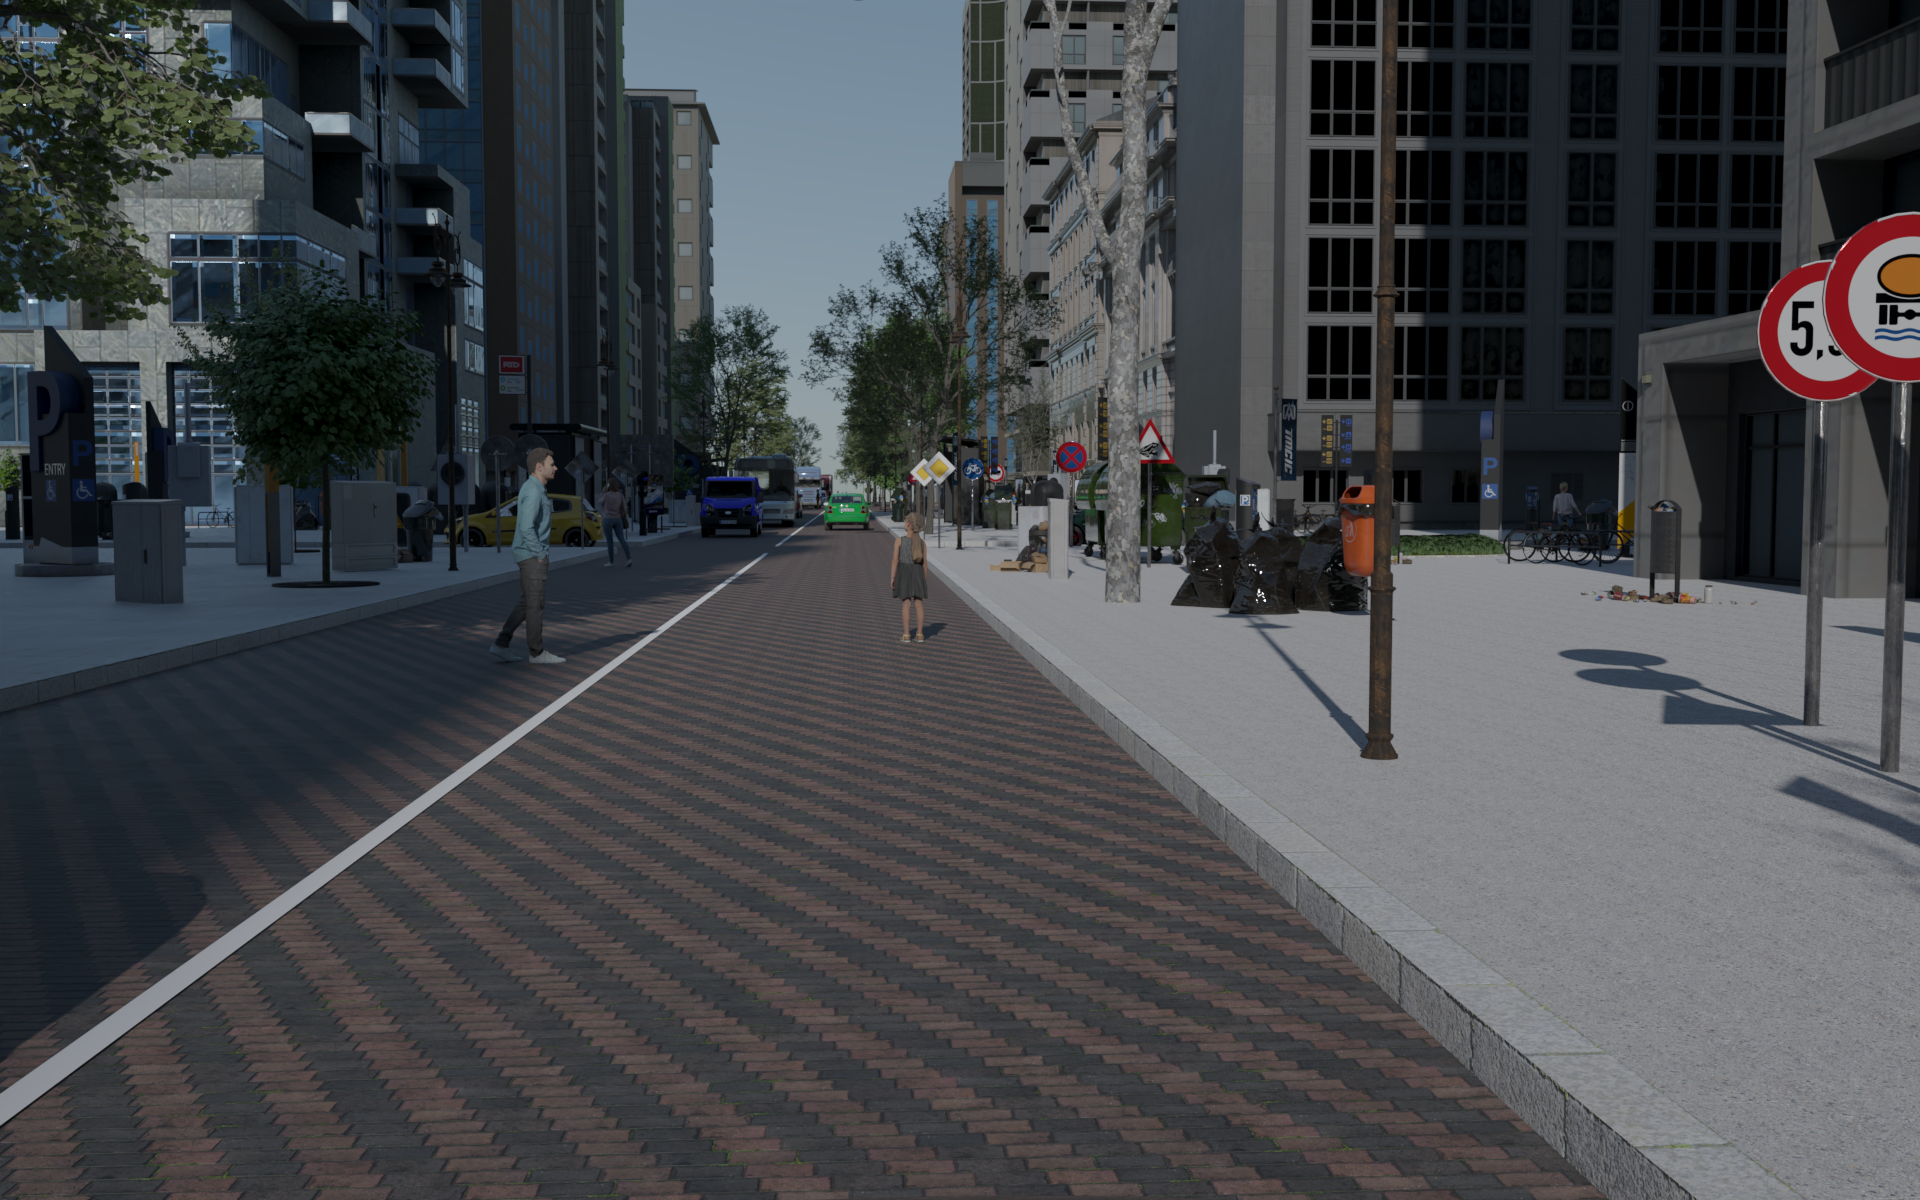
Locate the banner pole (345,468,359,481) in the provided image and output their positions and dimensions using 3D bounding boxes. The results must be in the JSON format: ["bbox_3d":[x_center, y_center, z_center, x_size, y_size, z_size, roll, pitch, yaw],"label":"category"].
[{"bbox_3d":[-23.238,-4.654,66.114,0.401,3.779,0.863,2,4,28],"label":"banner pole"}]

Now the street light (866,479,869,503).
[{"bbox_3d":[-10.302,-13.847,199.186,0.468,5.910,1.993,0,4,-4],"label":"street light"}]

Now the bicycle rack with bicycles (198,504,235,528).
[{"bbox_3d":[-27.344,-3.202,65.735,2.852,0.926,2.925,1,4,15],"label":"bicycle rack with bicycles"}]

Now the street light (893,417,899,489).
[{"bbox_3d":[-3.400,-7.277,91.766,0.468,5.910,1.993,0,4,-4],"label":"street light"}]

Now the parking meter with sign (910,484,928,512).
[{"bbox_3d":[-2.067,-6.850,108.262,1.738,3.016,0.543,1,4,10],"label":"parking meter with sign"}]

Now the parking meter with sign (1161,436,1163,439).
[{"bbox_3d":[5.155,-3.385,51.604,1.738,3.016,0.543,-2,4,-29],"label":"parking meter with sign"}]

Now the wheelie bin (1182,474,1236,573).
[{"bbox_3d":[4.016,-1.229,28.002,0.980,1.594,0.693,1,4,23],"label":"wheelie bin"}]

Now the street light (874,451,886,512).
[{"bbox_3d":[-6.253,-9.969,135.780,0.468,5.910,1.993,0,4,-4],"label":"street light"}]

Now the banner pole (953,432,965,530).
[{"bbox_3d":[-0.098,-4.389,61.778,0.401,3.779,0.863,-1,4,-22],"label":"banner pole"}]

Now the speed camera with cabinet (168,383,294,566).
[{"bbox_3d":[-13.166,-2.262,31.314,2.038,3.252,0.660,-1,4,-20],"label":"speed camera with cabinet"}]

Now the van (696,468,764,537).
[{"bbox_3d":[-7.773,-3.347,59.104,2.240,2.365,5.245,0,4,-4],"label":"van"}]

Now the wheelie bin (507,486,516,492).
[{"bbox_3d":[-18.364,-3.804,70.103,0.980,1.594,0.693,1,4,9],"label":"wheelie bin"}]

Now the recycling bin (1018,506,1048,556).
[{"bbox_3d":[1.676,-1.402,35.471,0.722,1.027,0.722,-3,5,-41],"label":"recycling bin"}]

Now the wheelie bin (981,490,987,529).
[{"bbox_3d":[1.119,-3.471,64.663,0.693,1.594,0.980,0,4,1],"label":"wheelie bin"}]

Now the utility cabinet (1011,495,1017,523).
[{"bbox_3d":[2.597,-4.057,77.500,1.020,1.237,0.306,-2,4,-23],"label":"utility cabinet"}]

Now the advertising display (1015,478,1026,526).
[{"bbox_3d":[2.439,-3.974,70.182,0.123,1.923,0.974,-1,4,-17],"label":"advertising display"}]

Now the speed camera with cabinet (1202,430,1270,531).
[{"bbox_3d":[8.597,-3.651,54.023,2.038,3.252,0.660,0,4,0],"label":"speed camera with cabinet"}]

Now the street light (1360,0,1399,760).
[{"bbox_3d":[2.042,-2.169,8.256,0.468,5.910,1.993,0,4,-4],"label":"street light"}]

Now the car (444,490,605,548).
[{"bbox_3d":[-11.045,-2.066,44.007,3.980,1.641,2.015,0,4,-5],"label":"car"}]

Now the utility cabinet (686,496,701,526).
[{"bbox_3d":[-10.755,-3.588,69.818,0.306,1.237,1.020,-2,4,-29],"label":"utility cabinet"}]

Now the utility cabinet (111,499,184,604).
[{"bbox_3d":[-9.649,-0.575,20.561,1.020,1.237,0.306,2,4,34],"label":"utility cabinet"}]

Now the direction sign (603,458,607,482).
[{"bbox_3d":[-22.239,-7.194,109.626,0.379,3.537,0.876,3,5,41],"label":"direction sign"}]

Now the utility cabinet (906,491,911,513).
[{"bbox_3d":[-3.369,-6.095,108.330,0.318,1.500,1.173,1,4,13],"label":"utility cabinet"}]

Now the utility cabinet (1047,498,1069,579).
[{"bbox_3d":[1.509,-0.942,26.561,0.306,1.237,1.020,0,4,1],"label":"utility cabinet"}]

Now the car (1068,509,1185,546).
[{"bbox_3d":[3.982,-2.119,44.429,4.222,1.686,2.009,0,4,-2],"label":"car"}]

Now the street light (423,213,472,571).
[{"bbox_3d":[-8.479,-3.426,28.802,0.468,5.910,1.993,0,4,-4],"label":"street light"}]

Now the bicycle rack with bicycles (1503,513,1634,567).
[{"bbox_3d":[11.294,-1.132,31.892,2.852,0.926,2.925,-3,5,-42],"label":"bicycle rack with bicycles"}]

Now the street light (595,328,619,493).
[{"bbox_3d":[-9.835,-4.625,48.406,0.468,5.910,1.993,0,4,-4],"label":"street light"}]

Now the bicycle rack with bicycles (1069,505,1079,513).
[{"bbox_3d":[4.563,-4.131,80.924,2.925,0.926,2.852,0,4,5],"label":"bicycle rack with bicycles"}]

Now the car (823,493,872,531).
[{"bbox_3d":[-4.506,-3.704,69.356,1.959,1.807,4.718,0,4,-3],"label":"car"}]

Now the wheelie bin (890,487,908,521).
[{"bbox_3d":[-2.896,-4.579,82.781,0.693,1.594,0.980,-3,4,-36],"label":"wheelie bin"}]

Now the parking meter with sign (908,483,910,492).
[{"bbox_3d":[-3.769,-7.811,123.964,1.738,3.016,0.543,0,4,4],"label":"parking meter with sign"}]

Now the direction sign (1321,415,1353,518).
[{"bbox_3d":[10.760,-3.519,49.539,0.876,3.537,0.379,0,4,4],"label":"direction sign"}]

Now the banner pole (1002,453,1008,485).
[{"bbox_3d":[2.748,-7.123,106.477,0.401,3.779,0.863,2,4,27],"label":"banner pole"}]

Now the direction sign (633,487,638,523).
[{"bbox_3d":[-14.564,-5.228,77.481,0.379,3.537,0.876,3,5,43],"label":"direction sign"}]

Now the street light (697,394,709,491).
[{"bbox_3d":[-11.810,-6.553,79.928,0.468,5.910,1.993,0,4,-4],"label":"street light"}]

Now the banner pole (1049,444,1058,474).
[{"bbox_3d":[4.701,-5.942,87.167,0.401,3.779,0.863,3,5,43],"label":"banner pole"}]

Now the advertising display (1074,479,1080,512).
[{"bbox_3d":[5.321,-4.203,73.941,0.974,1.923,0.123,2,4,31],"label":"advertising display"}]

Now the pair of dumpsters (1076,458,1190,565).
[{"bbox_3d":[3.281,-1.878,33.204,1.574,2.255,4.437,0,4,-4],"label":"pair of dumpsters"}]

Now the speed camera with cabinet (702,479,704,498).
[{"bbox_3d":[-14.321,-6.422,99.332,2.038,3.252,0.660,0,4,-7],"label":"speed camera with cabinet"}]

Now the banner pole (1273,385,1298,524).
[{"bbox_3d":[7.445,-3.051,39.896,0.863,3.779,0.401,-2,4,-29],"label":"banner pole"}]

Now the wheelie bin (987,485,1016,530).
[{"bbox_3d":[1.537,-3.326,62.288,0.980,1.594,0.693,0,4,1],"label":"wheelie bin"}]

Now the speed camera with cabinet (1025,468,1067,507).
[{"bbox_3d":[3.697,-4.975,75.683,2.038,3.252,0.660,3,5,39],"label":"speed camera with cabinet"}]

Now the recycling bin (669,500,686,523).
[{"bbox_3d":[-12.482,-3.926,76.744,0.722,1.027,0.722,-1,4,-22],"label":"recycling bin"}]

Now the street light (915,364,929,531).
[{"bbox_3d":[-1.333,-5.338,60.057,0.468,5.910,1.993,0,4,-4],"label":"street light"}]

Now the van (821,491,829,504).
[{"bbox_3d":[-17.007,-12.469,210.882,2.013,2.044,4.112,0,4,-4],"label":"van"}]

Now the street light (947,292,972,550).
[{"bbox_3d":[-0.012,-4.097,39.773,0.468,5.910,1.993,0,4,-4],"label":"street light"}]

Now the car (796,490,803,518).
[{"bbox_3d":[-10.549,-5.833,104.048,2.281,1.827,5.304,0,4,-2],"label":"car"}]

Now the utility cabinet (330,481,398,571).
[{"bbox_3d":[-9.949,-1.241,28.964,0.318,1.500,1.173,2,4,27],"label":"utility cabinet"}]

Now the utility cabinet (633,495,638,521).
[{"bbox_3d":[-15.460,-4.365,82.525,0.306,1.237,1.020,-1,4,-18],"label":"utility cabinet"}]

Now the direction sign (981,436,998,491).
[{"bbox_3d":[1.149,-4.647,67.981,0.876,3.537,0.379,-3,5,-40],"label":"direction sign"}]

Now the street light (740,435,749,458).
[{"bbox_3d":[-13.875,-8.483,111.477,0.468,5.910,1.993,0,4,-4],"label":"street light"}]

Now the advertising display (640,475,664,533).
[{"bbox_3d":[-10.141,-3.170,57.043,0.123,1.923,0.974,3,4,37],"label":"advertising display"}]

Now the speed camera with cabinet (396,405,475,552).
[{"bbox_3d":[-11.790,-2.680,38.160,2.038,3.252,0.660,0,4,0],"label":"speed camera with cabinet"}]

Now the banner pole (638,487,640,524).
[{"bbox_3d":[-13.452,-5.115,73.646,0.863,3.779,0.401,-3,4,-38],"label":"banner pole"}]

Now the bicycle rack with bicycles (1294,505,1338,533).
[{"bbox_3d":[11.442,-2.636,56.481,2.852,0.926,2.925,-3,5,-44],"label":"bicycle rack with bicycles"}]

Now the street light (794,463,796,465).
[{"bbox_3d":[-19.959,-14.404,208.288,0.468,5.910,1.993,0,4,-4],"label":"street light"}]

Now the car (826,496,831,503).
[{"bbox_3d":[-9.988,-8.100,142.216,2.009,1.686,4.222,0,4,-3],"label":"car"}]

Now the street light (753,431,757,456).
[{"bbox_3d":[-14.709,-9.292,124.719,0.468,5.910,1.993,0,4,-4],"label":"street light"}]

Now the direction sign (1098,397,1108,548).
[{"bbox_3d":[3.544,-2.979,40.705,0.876,3.537,0.379,-3,5,-42],"label":"direction sign"}]
